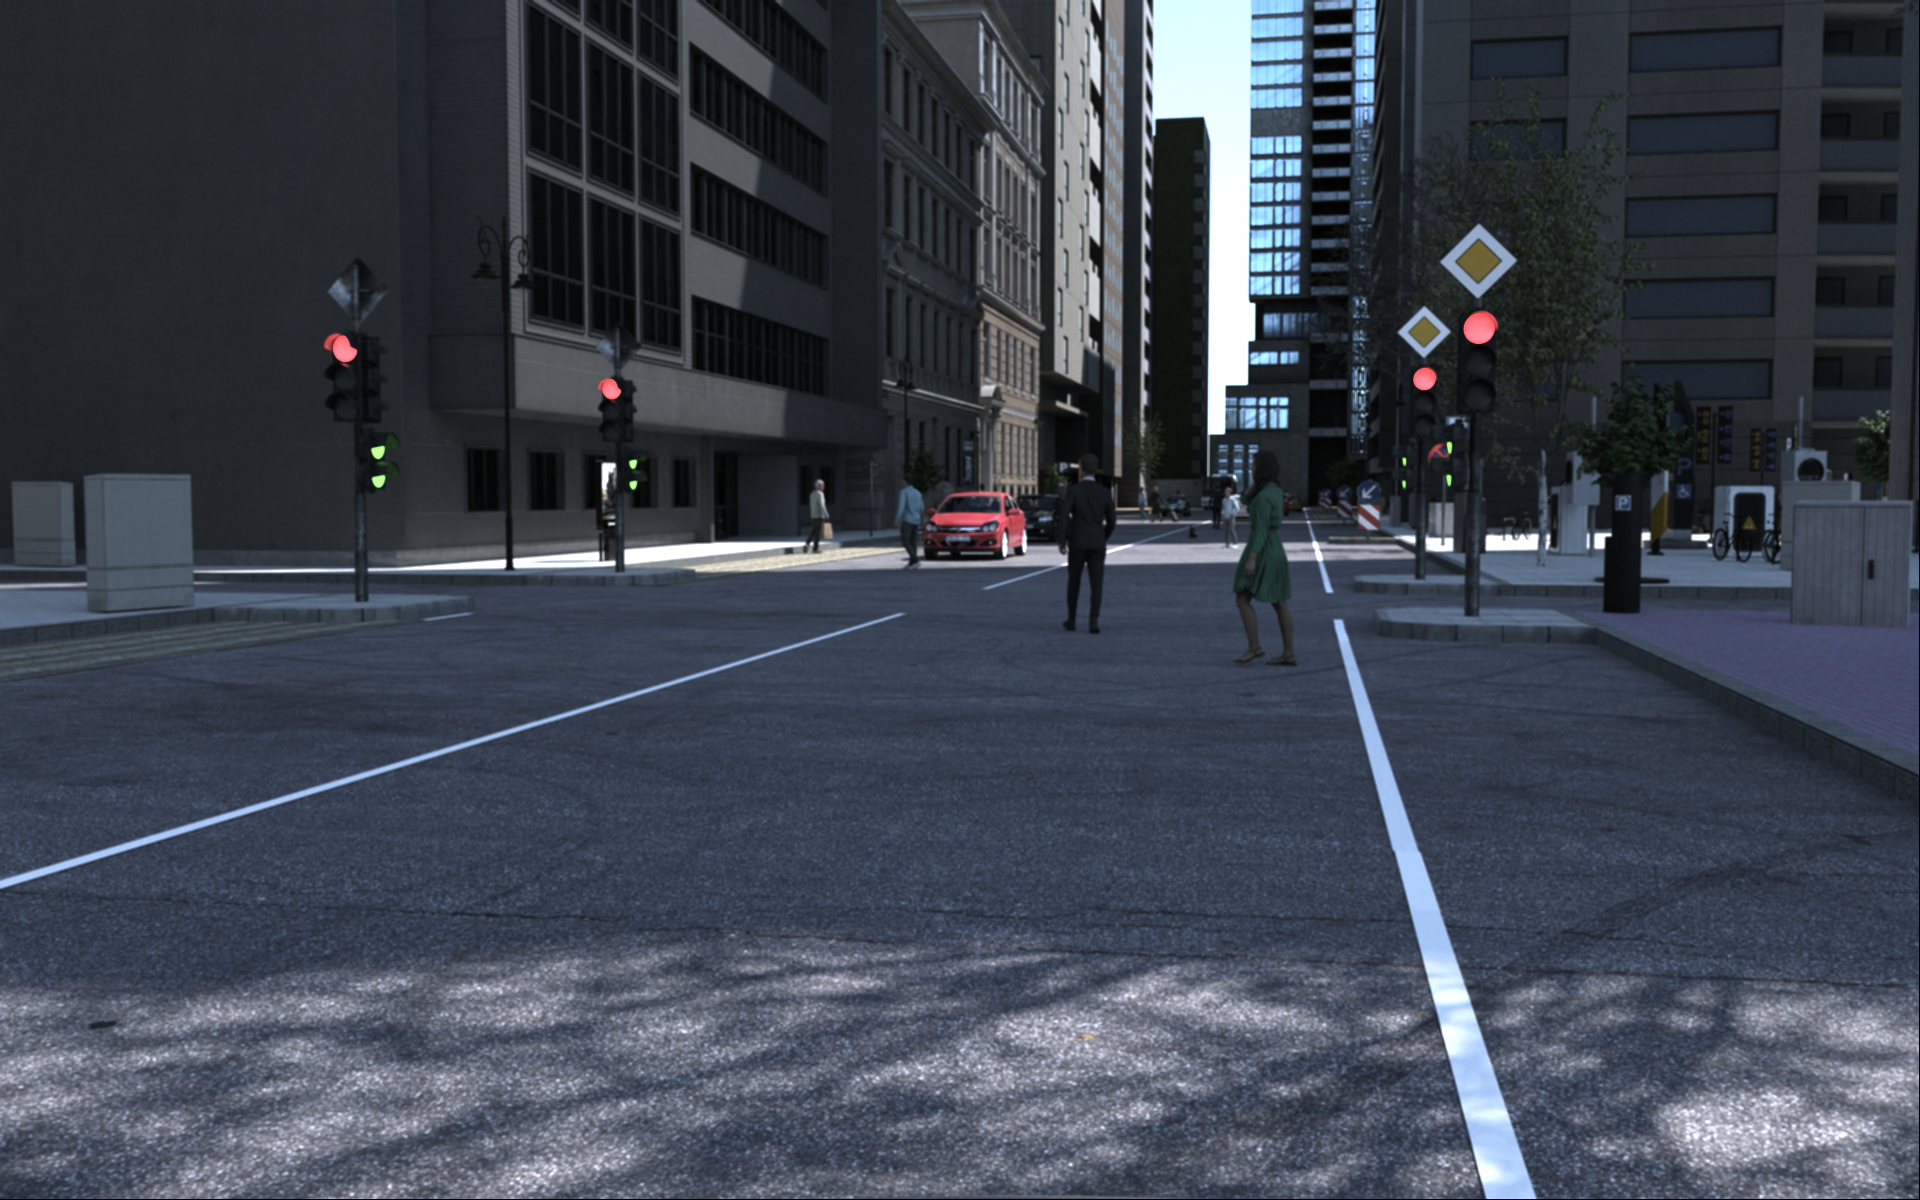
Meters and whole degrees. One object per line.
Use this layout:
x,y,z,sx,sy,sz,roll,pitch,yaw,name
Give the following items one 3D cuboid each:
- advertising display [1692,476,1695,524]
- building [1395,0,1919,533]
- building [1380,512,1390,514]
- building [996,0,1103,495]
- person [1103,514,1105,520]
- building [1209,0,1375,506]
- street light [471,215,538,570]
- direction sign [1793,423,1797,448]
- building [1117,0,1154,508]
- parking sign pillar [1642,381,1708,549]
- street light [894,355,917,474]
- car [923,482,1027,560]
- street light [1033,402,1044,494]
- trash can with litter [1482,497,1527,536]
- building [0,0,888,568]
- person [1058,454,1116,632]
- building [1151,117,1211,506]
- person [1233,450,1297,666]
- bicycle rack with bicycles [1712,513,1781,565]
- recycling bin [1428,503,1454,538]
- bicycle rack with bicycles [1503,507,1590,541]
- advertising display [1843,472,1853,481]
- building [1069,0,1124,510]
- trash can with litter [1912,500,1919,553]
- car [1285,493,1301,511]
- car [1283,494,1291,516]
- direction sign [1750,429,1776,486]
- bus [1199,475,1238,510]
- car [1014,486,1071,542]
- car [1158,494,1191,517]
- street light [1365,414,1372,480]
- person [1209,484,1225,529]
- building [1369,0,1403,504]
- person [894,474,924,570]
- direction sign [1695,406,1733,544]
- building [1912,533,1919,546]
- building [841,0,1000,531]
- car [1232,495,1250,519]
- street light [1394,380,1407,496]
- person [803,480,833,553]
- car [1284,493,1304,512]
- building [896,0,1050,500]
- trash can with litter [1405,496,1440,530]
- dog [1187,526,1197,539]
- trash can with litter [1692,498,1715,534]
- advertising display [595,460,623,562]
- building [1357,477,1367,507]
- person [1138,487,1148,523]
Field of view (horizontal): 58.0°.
26.332,-3.519,62.747,0.123,1.923,0.974,0,4,-3,advertising display
30.376,-32.668,76.123,21.231,58.520,28.212,1,4,11,building
43.902,-25.704,112.134,32.217,40.220,23.993,1,4,11,building
-4.992,-32.343,118.051,28.713,52.752,27.495,1,4,11,building
7.725,-5.267,94.428,0.447,1.846,0.655,0,4,5,person
43.968,-53.715,190.919,31.000,86.520,22.319,1,4,11,building
-7.588,-3.438,29.005,0.468,5.910,1.993,1,4,11,street light
26.821,-3.889,55.575,0.379,3.537,0.876,3,4,39,direction sign
4.261,-38.278,167.849,28.212,58.520,21.231,1,4,11,building
16.893,-3.201,40.810,1.447,3.967,1.447,0,4,8,parking sign pillar
-1.812,-5.200,57.806,0.468,5.910,1.993,1,4,11,street light
0.372,-1.842,39.165,2.155,1.783,4.494,1,4,11,car
3.943,-6.986,87.016,0.468,5.910,1.993,1,4,11,street light
16.549,-2.620,53.897,2.233,1.210,1.678,0,4,6,trash can with litter
-12.163,-13.820,45.024,14.314,24.678,30.058,1,4,11,building
1.288,-0.597,18.032,0.659,1.850,0.755,0,4,-8,person
20.395,-31.104,192.143,14.086,41.232,14.154,1,4,11,building
2.549,-0.347,14.424,0.529,1.795,0.600,1,4,14,person
15.615,-1.150,32.177,2.852,0.926,2.925,0,4,6,bicycle rack with bicycles
14.259,-2.353,51.020,0.722,1.027,0.722,0,4,-2,recycling bin
16.274,-2.114,47.940,2.852,0.926,2.925,2,4,27,bicycle rack with bicycles
25.821,-2.765,50.419,0.123,1.923,0.974,1,4,20,advertising display
5.329,-29.807,137.463,14.600,45.320,14.200,1,4,11,building
20.999,-1.654,38.099,1.678,1.210,2.233,-2,4,-28,trash can with litter
27.329,-8.269,144.244,2.155,1.783,4.494,1,4,10,car
20.754,-6.432,114.210,2.155,1.783,4.494,1,4,10,car
27.730,-4.151,59.874,0.876,3.537,0.379,0,4,-1,direction sign
23.708,-9.975,157.958,2.948,3.499,13.247,1,4,12,bus
2.322,-2.633,52.835,2.009,1.686,4.222,1,4,12,car
13.838,-6.103,111.581,2.131,1.459,4.920,1,4,12,car
23.144,-7.672,98.230,0.468,5.910,1.993,1,4,11,street light
10.472,-3.809,70.554,0.659,1.850,0.755,1,4,11,person
43.662,-31.326,135.878,21.300,48.544,21.600,1,4,11,building
-0.926,-1.499,33.020,0.620,1.820,0.660,2,4,35,person
19.481,-3.230,44.804,0.876,3.537,0.379,2,4,35,direction sign
36.011,-29.951,31.692,28.212,58.520,21.231,1,4,11,building
-5.896,-14.342,70.650,11.583,22.565,21.152,1,4,11,building
14.719,-4.762,90.228,2.083,1.381,4.827,1,4,11,car
17.506,-5.887,69.042,0.468,5.910,1.993,1,4,11,street light
-3.403,-1.992,41.561,0.515,1.767,0.782,-2,4,-35,person
26.478,-7.842,138.433,2.015,1.641,3.980,1,4,10,car
-3.322,-18.657,90.947,13.634,28.700,20.117,1,4,11,building
16.894,-3.159,62.711,2.233,1.210,1.678,-2,4,-26,trash can with litter
7.468,-2.201,56.173,0.550,0.427,0.748,3,4,37,dog
23.800,-2.691,55.383,1.055,1.170,0.624,-2,4,-33,trash can with litter
-6.710,-1.711,33.190,0.123,1.923,0.974,1,4,13,advertising display
53.134,-28.476,157.466,32.217,40.220,23.993,1,4,11,building
9.156,-4.767,86.704,0.793,1.790,0.793,-3,5,-41,person
